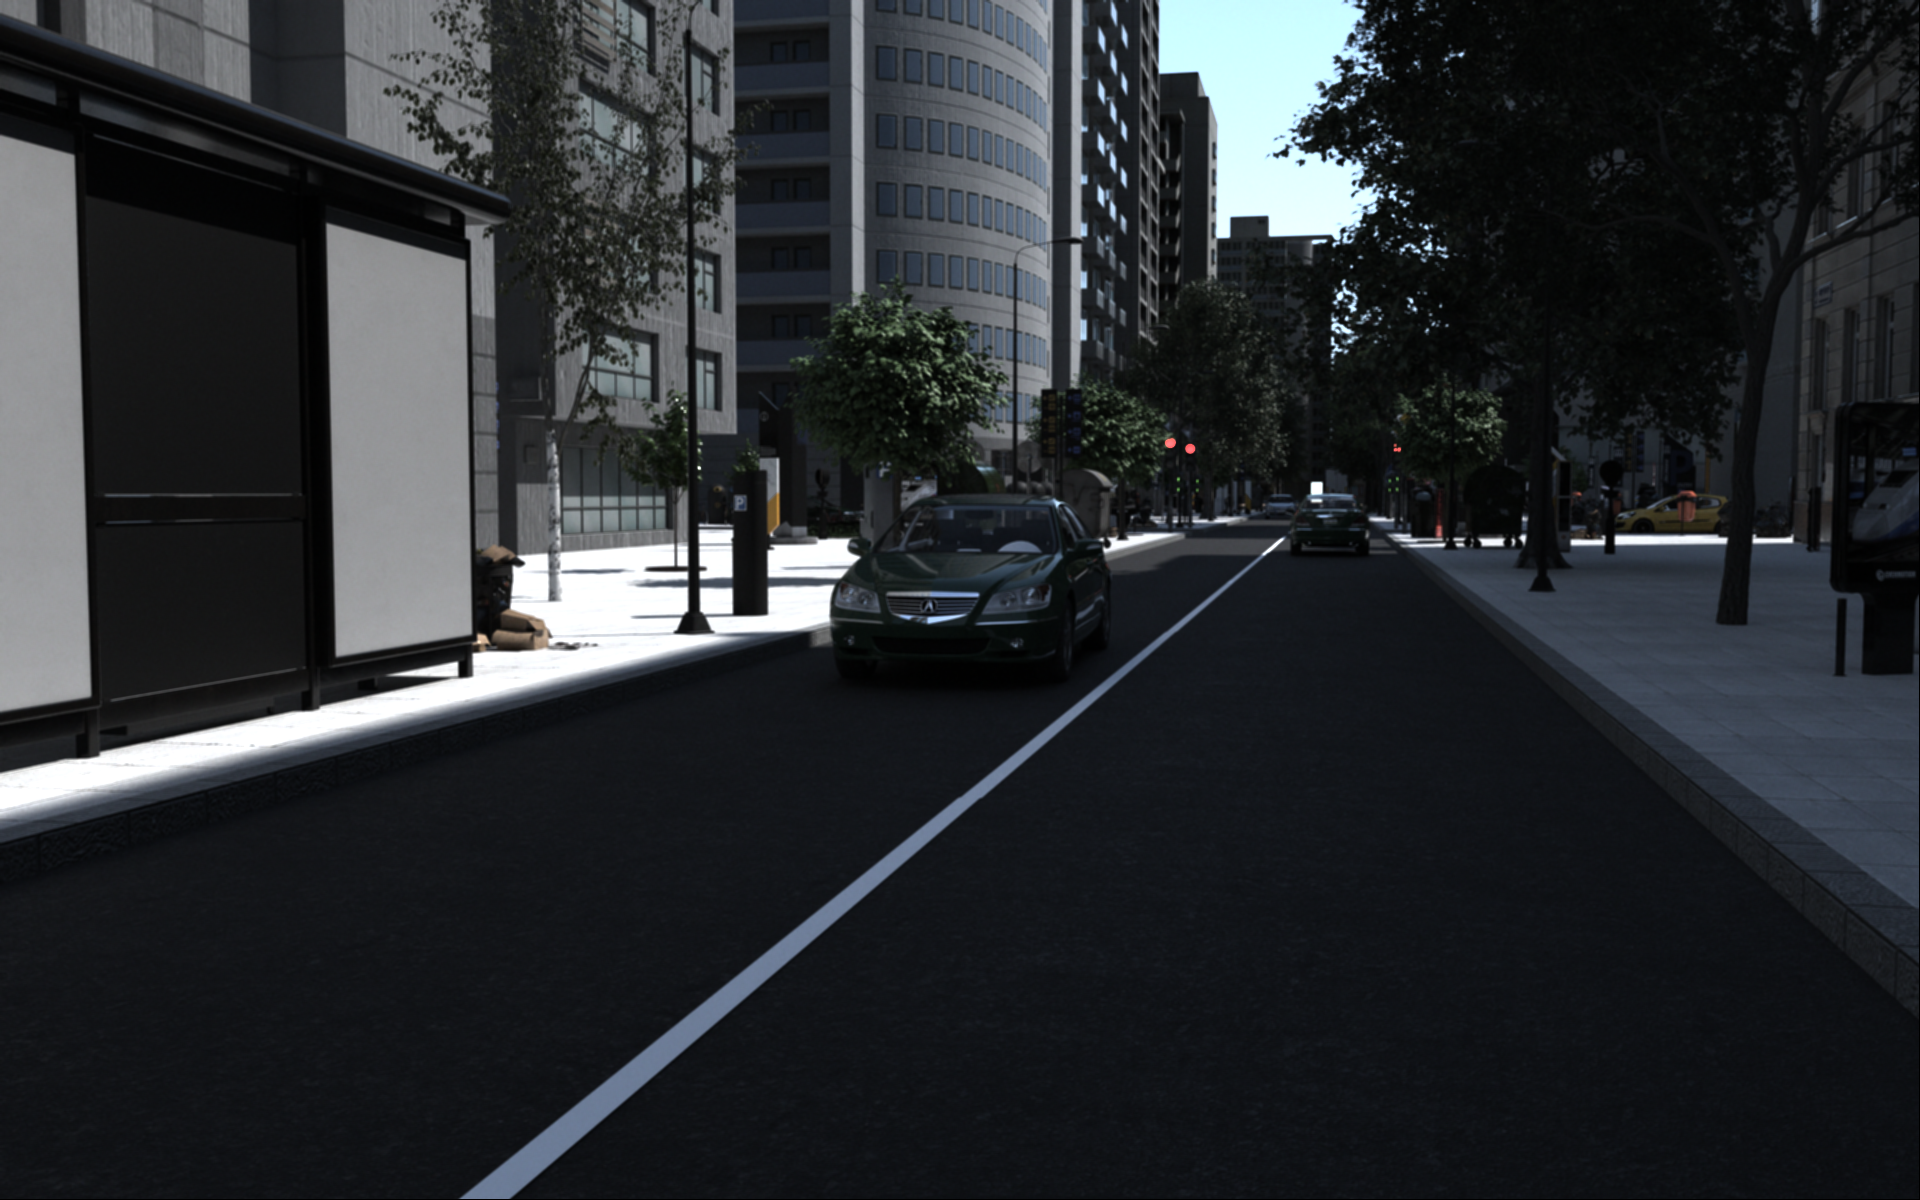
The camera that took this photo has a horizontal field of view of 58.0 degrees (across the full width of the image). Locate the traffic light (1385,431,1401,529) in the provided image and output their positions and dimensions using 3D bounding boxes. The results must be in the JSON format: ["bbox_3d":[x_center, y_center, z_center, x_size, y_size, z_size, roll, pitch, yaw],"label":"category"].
[{"bbox_3d":[16.056,-4.574,63.698,0.839,4.253,0.868,1,4,12],"label":"traffic light"}]

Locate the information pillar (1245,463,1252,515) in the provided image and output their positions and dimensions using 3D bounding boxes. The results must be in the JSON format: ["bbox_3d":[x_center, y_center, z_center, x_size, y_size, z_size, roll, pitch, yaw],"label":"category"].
[{"bbox_3d":[17.851,-7.087,107.231,0.504,3.616,0.183,-3,5,-41],"label":"information pillar"}]

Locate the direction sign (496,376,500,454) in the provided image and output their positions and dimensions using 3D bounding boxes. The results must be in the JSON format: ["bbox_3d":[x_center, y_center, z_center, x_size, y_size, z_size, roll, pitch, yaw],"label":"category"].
[{"bbox_3d":[-9.068,-2.510,33.034,0.379,3.537,0.876,2,4,26],"label":"direction sign"}]

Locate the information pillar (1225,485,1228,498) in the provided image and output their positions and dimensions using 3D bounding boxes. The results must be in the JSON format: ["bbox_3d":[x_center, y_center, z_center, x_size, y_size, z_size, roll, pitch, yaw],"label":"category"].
[{"bbox_3d":[17.012,-7.253,109.940,0.504,3.616,0.183,3,4,38],"label":"information pillar"}]

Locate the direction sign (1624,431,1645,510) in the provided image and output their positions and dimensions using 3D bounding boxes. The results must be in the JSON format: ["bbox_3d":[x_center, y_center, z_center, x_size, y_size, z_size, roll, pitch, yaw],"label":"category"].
[{"bbox_3d":[24.183,-4.293,62.188,0.876,3.537,0.379,-1,4,-21],"label":"direction sign"}]

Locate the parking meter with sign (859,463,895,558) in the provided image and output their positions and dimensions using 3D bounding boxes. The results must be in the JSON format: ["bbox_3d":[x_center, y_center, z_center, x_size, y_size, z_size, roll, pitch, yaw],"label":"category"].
[{"bbox_3d":[-1.382,-2.083,30.312,0.543,3.016,1.738,-1,4,-19],"label":"parking meter with sign"}]

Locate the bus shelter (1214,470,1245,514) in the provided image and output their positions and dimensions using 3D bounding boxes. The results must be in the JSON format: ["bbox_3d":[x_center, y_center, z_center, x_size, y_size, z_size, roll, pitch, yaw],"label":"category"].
[{"bbox_3d":[17.642,-7.338,113.899,2.014,3.302,5.546,1,4,12],"label":"bus shelter"}]

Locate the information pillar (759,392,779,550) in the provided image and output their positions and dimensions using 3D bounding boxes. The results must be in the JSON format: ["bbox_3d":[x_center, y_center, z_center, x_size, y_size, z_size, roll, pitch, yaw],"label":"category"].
[{"bbox_3d":[-4.393,-2.961,39.763,0.504,3.616,0.183,2,4,24],"label":"information pillar"}]

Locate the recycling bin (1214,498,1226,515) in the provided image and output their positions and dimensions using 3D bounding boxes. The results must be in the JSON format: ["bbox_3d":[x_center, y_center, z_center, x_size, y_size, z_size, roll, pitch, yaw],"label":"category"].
[{"bbox_3d":[16.422,-5.909,109.164,0.722,1.027,0.722,-2,4,-28],"label":"recycling bin"}]

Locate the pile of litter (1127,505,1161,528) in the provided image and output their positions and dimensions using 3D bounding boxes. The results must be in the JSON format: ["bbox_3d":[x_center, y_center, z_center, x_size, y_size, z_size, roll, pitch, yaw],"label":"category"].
[{"bbox_3d":[6.964,-3.152,65.500,1.719,0.858,1.176,3,4,38],"label":"pile of litter"}]

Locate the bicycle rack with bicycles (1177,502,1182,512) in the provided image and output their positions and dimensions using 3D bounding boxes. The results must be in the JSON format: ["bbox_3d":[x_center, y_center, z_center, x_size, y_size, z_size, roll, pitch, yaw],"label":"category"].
[{"bbox_3d":[15.765,-6.961,127.191,2.925,0.926,2.852,-2,4,-25],"label":"bicycle rack with bicycles"}]

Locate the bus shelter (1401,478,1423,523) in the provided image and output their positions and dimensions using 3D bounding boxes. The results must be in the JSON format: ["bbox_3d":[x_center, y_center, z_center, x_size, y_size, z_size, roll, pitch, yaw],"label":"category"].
[{"bbox_3d":[21.344,-6.263,80.031,2.179,5.291,8.768,1,4,12],"label":"bus shelter"}]

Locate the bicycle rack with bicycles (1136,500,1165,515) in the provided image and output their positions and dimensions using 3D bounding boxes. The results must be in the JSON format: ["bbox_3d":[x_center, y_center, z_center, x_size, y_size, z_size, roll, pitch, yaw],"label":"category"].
[{"bbox_3d":[10.431,-5.648,105.721,2.852,0.926,2.925,-1,4,-23],"label":"bicycle rack with bicycles"}]

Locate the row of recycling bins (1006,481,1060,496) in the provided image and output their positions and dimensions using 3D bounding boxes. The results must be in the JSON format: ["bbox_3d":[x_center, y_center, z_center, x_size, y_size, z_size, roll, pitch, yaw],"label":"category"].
[{"bbox_3d":[2.548,-3.049,56.958,1.069,1.692,3.534,2,4,27],"label":"row of recycling bins"}]

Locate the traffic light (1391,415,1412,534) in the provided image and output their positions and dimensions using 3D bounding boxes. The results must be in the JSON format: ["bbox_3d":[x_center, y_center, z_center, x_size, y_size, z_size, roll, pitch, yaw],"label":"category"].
[{"bbox_3d":[14.360,-4.096,55.895,0.839,4.253,0.868,1,4,12],"label":"traffic light"}]

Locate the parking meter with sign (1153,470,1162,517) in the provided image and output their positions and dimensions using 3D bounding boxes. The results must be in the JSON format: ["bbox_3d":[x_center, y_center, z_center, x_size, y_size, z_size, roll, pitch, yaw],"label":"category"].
[{"bbox_3d":[11.356,-6.310,99.423,0.543,3.016,1.738,1,4,10],"label":"parking meter with sign"}]

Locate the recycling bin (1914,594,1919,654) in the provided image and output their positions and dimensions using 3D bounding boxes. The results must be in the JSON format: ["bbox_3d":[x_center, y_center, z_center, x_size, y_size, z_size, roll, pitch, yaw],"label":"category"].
[{"bbox_3d":[7.943,-0.095,14.112,0.722,1.027,0.722,-2,4,-29],"label":"recycling bin"}]

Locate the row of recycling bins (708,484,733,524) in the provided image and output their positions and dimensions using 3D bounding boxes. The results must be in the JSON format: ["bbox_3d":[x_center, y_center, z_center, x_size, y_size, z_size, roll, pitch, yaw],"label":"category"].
[{"bbox_3d":[-9.059,-4.045,73.256,3.534,1.692,1.069,1,4,20],"label":"row of recycling bins"}]

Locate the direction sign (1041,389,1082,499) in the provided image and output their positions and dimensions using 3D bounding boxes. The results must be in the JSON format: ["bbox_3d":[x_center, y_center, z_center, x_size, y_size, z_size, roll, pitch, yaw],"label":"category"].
[{"bbox_3d":[2.184,-2.775,37.365,0.876,3.537,0.379,1,4,10],"label":"direction sign"}]

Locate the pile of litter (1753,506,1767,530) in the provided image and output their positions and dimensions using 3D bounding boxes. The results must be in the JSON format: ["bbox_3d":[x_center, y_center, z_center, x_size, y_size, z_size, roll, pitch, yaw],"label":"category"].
[{"bbox_3d":[30.515,-3.132,65.174,1.176,0.858,1.719,1,4,13],"label":"pile of litter"}]

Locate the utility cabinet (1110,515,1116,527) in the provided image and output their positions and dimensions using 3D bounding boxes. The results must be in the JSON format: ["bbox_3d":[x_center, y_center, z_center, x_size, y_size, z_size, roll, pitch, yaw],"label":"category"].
[{"bbox_3d":[5.610,-3.419,67.058,1.020,1.237,0.306,1,4,15],"label":"utility cabinet"}]

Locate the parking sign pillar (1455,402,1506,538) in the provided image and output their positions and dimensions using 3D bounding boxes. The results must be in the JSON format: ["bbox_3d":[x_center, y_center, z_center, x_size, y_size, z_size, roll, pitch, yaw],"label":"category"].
[{"bbox_3d":[15.378,-3.828,51.061,1.447,3.967,1.447,1,4,12],"label":"parking sign pillar"}]

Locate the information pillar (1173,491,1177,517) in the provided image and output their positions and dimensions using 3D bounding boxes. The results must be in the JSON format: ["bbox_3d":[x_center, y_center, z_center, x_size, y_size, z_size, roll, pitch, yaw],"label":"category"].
[{"bbox_3d":[12.157,-5.745,98.416,0.304,2.012,0.304,-1,4,-18],"label":"information pillar"}]

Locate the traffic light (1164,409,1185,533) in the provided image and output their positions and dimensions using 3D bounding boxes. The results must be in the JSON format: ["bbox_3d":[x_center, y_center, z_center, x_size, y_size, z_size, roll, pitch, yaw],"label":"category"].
[{"bbox_3d":[7.016,-4.193,57.469,0.839,4.253,0.868,1,4,12],"label":"traffic light"}]

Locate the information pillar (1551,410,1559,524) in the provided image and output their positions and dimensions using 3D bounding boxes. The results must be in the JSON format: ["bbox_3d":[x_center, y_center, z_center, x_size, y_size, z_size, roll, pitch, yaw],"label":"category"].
[{"bbox_3d":[14.684,-3.169,43.160,0.504,3.616,0.183,-2,4,-26],"label":"information pillar"}]

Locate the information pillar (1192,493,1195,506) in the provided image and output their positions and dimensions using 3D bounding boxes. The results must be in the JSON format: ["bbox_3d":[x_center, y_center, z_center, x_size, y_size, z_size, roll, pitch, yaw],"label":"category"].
[{"bbox_3d":[17.284,-8.436,129.290,0.504,3.616,0.183,1,4,14],"label":"information pillar"}]

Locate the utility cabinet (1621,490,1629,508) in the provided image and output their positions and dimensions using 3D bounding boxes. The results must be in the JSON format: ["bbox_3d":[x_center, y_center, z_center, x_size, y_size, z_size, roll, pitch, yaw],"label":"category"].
[{"bbox_3d":[39.344,-5.742,102.559,0.318,1.500,1.173,1,4,12],"label":"utility cabinet"}]

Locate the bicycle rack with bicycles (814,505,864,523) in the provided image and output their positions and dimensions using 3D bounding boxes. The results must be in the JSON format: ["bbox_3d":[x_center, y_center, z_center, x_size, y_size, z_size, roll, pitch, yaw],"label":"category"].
[{"bbox_3d":[-3.170,-2.789,58.982,2.925,0.926,2.852,3,5,43],"label":"bicycle rack with bicycles"}]

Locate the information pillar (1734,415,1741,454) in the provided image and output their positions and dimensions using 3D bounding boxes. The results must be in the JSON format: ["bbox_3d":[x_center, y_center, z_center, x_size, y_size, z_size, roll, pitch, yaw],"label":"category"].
[{"bbox_3d":[21.130,-3.397,46.901,0.504,3.616,0.183,-2,4,-31],"label":"information pillar"}]

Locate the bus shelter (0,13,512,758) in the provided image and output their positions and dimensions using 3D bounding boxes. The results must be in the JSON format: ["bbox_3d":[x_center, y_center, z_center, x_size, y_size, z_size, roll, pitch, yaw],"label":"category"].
[{"bbox_3d":[-5.088,-1.857,7.989,2.179,5.291,8.768,1,4,12],"label":"bus shelter"}]

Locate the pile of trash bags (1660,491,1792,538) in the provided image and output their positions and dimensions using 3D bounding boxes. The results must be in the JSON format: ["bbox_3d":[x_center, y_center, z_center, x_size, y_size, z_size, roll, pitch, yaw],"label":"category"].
[{"bbox_3d":[23.200,-2.586,52.040,1.912,1.369,3.447,-3,5,-43],"label":"pile of trash bags"}]

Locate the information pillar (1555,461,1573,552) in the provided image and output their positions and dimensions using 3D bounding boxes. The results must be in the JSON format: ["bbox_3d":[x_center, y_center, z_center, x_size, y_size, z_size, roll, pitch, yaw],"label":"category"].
[{"bbox_3d":[13.317,-2.062,38.206,0.304,2.012,0.304,1,4,13],"label":"information pillar"}]

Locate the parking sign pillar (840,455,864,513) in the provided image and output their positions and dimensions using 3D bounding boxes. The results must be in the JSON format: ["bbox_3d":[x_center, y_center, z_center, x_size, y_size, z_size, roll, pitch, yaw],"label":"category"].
[{"bbox_3d":[-4.255,-5.067,71.316,1.447,3.967,1.447,0,4,7],"label":"parking sign pillar"}]

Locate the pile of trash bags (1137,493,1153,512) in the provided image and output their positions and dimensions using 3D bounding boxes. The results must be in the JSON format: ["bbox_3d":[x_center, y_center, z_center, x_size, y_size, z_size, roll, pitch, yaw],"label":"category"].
[{"bbox_3d":[12.528,-6.853,121.803,1.912,1.369,3.447,0,4,1],"label":"pile of trash bags"}]

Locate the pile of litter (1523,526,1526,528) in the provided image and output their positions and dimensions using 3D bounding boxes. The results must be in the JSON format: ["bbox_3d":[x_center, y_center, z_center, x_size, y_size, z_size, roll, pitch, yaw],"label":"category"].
[{"bbox_3d":[22.296,-3.187,66.078,1.719,0.858,1.176,2,4,30],"label":"pile of litter"}]

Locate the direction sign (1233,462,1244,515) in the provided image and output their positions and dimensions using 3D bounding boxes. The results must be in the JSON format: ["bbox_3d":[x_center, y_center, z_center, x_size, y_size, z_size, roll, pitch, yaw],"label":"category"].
[{"bbox_3d":[16.838,-6.891,104.668,0.379,3.537,0.876,-3,4,-37],"label":"direction sign"}]

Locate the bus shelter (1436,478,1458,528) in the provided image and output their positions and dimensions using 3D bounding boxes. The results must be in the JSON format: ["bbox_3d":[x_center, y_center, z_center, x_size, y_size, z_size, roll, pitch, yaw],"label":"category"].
[{"bbox_3d":[18.824,-4.564,65.905,1.731,3.624,6.357,1,4,12],"label":"bus shelter"}]

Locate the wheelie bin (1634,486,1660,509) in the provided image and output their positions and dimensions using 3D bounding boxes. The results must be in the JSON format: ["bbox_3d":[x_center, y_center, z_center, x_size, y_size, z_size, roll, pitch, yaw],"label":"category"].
[{"bbox_3d":[27.540,-3.757,69.342,0.980,1.594,0.693,0,4,-7],"label":"wheelie bin"}]

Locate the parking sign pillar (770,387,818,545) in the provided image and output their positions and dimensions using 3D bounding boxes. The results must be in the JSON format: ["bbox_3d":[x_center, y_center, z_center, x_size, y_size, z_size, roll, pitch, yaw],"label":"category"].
[{"bbox_3d":[-4.373,-3.419,44.369,1.447,3.967,1.447,-2,4,-29],"label":"parking sign pillar"}]

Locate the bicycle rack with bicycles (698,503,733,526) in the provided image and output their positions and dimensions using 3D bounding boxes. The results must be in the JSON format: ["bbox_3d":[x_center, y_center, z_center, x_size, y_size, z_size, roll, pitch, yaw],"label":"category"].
[{"bbox_3d":[-9.926,-3.521,70.947,2.852,0.926,2.925,0,4,2],"label":"bicycle rack with bicycles"}]

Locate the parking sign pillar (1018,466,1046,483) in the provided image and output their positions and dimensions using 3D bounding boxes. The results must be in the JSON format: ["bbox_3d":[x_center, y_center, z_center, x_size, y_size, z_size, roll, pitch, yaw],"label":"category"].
[{"bbox_3d":[3.175,-5.414,76.986,1.447,3.967,1.447,2,4,30],"label":"parking sign pillar"}]

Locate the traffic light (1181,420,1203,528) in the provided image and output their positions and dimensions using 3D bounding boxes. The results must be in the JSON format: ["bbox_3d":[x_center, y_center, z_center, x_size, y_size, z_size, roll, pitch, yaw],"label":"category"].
[{"bbox_3d":[8.712,-4.670,65.272,0.839,4.253,0.868,1,4,12],"label":"traffic light"}]

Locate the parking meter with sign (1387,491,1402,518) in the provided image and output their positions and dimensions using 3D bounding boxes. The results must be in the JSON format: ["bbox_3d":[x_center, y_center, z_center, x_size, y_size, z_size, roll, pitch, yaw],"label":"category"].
[{"bbox_3d":[23.733,-5.941,93.397,1.738,3.016,0.543,-3,5,-41],"label":"parking meter with sign"}]

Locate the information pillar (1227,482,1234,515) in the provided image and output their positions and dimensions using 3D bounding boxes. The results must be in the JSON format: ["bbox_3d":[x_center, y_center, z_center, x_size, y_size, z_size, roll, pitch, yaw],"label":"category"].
[{"bbox_3d":[16.549,-6.204,105.925,0.304,2.012,0.304,2,4,24],"label":"information pillar"}]

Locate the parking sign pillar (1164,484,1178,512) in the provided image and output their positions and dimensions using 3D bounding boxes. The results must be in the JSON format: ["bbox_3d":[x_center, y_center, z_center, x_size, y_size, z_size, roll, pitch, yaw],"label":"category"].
[{"bbox_3d":[15.108,-8.292,124.047,1.447,3.967,1.447,2,4,27],"label":"parking sign pillar"}]

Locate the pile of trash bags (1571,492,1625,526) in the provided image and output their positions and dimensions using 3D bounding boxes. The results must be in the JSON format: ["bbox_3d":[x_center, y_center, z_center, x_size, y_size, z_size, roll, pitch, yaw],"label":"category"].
[{"bbox_3d":[25.985,-3.691,70.101,1.912,1.369,3.447,0,4,-1],"label":"pile of trash bags"}]

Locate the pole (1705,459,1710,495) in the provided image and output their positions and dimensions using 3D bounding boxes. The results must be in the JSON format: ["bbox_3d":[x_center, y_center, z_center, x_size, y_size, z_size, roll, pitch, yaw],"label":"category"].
[{"bbox_3d":[29.273,-4.526,67.849,0.158,3.312,0.155,0,3,0],"label":"pole"}]

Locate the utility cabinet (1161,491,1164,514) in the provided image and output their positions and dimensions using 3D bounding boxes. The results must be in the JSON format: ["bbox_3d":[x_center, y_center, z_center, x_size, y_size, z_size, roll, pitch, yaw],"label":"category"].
[{"bbox_3d":[12.437,-6.057,107.715,0.318,1.500,1.173,1,4,16],"label":"utility cabinet"}]

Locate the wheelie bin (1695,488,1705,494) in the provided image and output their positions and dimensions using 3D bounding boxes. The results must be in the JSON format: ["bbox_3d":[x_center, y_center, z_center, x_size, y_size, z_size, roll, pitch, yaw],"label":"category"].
[{"bbox_3d":[38.187,-5.000,89.651,0.980,1.594,0.693,3,4,36],"label":"wheelie bin"}]

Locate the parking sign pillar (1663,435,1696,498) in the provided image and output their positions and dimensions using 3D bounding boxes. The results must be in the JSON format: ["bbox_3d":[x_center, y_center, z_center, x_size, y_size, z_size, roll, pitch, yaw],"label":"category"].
[{"bbox_3d":[31.775,-5.384,76.502,1.447,3.967,1.447,0,4,-5],"label":"parking sign pillar"}]

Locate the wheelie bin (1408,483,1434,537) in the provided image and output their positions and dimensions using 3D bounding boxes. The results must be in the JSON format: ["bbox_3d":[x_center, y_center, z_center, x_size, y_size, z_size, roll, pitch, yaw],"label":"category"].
[{"bbox_3d":[13.729,-2.659,51.389,0.693,1.594,0.980,-1,4,-13],"label":"wheelie bin"}]

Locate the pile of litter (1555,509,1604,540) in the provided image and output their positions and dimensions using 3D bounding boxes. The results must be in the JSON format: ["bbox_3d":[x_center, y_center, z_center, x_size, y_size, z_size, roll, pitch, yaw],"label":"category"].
[{"bbox_3d":[17.765,-2.160,49.286,1.176,0.858,1.719,2,4,32],"label":"pile of litter"}]

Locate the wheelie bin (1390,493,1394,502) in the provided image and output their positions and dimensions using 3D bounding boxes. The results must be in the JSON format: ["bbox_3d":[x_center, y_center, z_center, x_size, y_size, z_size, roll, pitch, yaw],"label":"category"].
[{"bbox_3d":[27.688,-6.258,110.219,0.980,1.594,0.693,-3,5,-42],"label":"wheelie bin"}]

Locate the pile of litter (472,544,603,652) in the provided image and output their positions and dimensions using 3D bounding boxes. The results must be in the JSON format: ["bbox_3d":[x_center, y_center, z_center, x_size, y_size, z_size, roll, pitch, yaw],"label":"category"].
[{"bbox_3d":[-3.926,-0.027,14.400,1.719,0.858,1.176,1,4,10],"label":"pile of litter"}]
